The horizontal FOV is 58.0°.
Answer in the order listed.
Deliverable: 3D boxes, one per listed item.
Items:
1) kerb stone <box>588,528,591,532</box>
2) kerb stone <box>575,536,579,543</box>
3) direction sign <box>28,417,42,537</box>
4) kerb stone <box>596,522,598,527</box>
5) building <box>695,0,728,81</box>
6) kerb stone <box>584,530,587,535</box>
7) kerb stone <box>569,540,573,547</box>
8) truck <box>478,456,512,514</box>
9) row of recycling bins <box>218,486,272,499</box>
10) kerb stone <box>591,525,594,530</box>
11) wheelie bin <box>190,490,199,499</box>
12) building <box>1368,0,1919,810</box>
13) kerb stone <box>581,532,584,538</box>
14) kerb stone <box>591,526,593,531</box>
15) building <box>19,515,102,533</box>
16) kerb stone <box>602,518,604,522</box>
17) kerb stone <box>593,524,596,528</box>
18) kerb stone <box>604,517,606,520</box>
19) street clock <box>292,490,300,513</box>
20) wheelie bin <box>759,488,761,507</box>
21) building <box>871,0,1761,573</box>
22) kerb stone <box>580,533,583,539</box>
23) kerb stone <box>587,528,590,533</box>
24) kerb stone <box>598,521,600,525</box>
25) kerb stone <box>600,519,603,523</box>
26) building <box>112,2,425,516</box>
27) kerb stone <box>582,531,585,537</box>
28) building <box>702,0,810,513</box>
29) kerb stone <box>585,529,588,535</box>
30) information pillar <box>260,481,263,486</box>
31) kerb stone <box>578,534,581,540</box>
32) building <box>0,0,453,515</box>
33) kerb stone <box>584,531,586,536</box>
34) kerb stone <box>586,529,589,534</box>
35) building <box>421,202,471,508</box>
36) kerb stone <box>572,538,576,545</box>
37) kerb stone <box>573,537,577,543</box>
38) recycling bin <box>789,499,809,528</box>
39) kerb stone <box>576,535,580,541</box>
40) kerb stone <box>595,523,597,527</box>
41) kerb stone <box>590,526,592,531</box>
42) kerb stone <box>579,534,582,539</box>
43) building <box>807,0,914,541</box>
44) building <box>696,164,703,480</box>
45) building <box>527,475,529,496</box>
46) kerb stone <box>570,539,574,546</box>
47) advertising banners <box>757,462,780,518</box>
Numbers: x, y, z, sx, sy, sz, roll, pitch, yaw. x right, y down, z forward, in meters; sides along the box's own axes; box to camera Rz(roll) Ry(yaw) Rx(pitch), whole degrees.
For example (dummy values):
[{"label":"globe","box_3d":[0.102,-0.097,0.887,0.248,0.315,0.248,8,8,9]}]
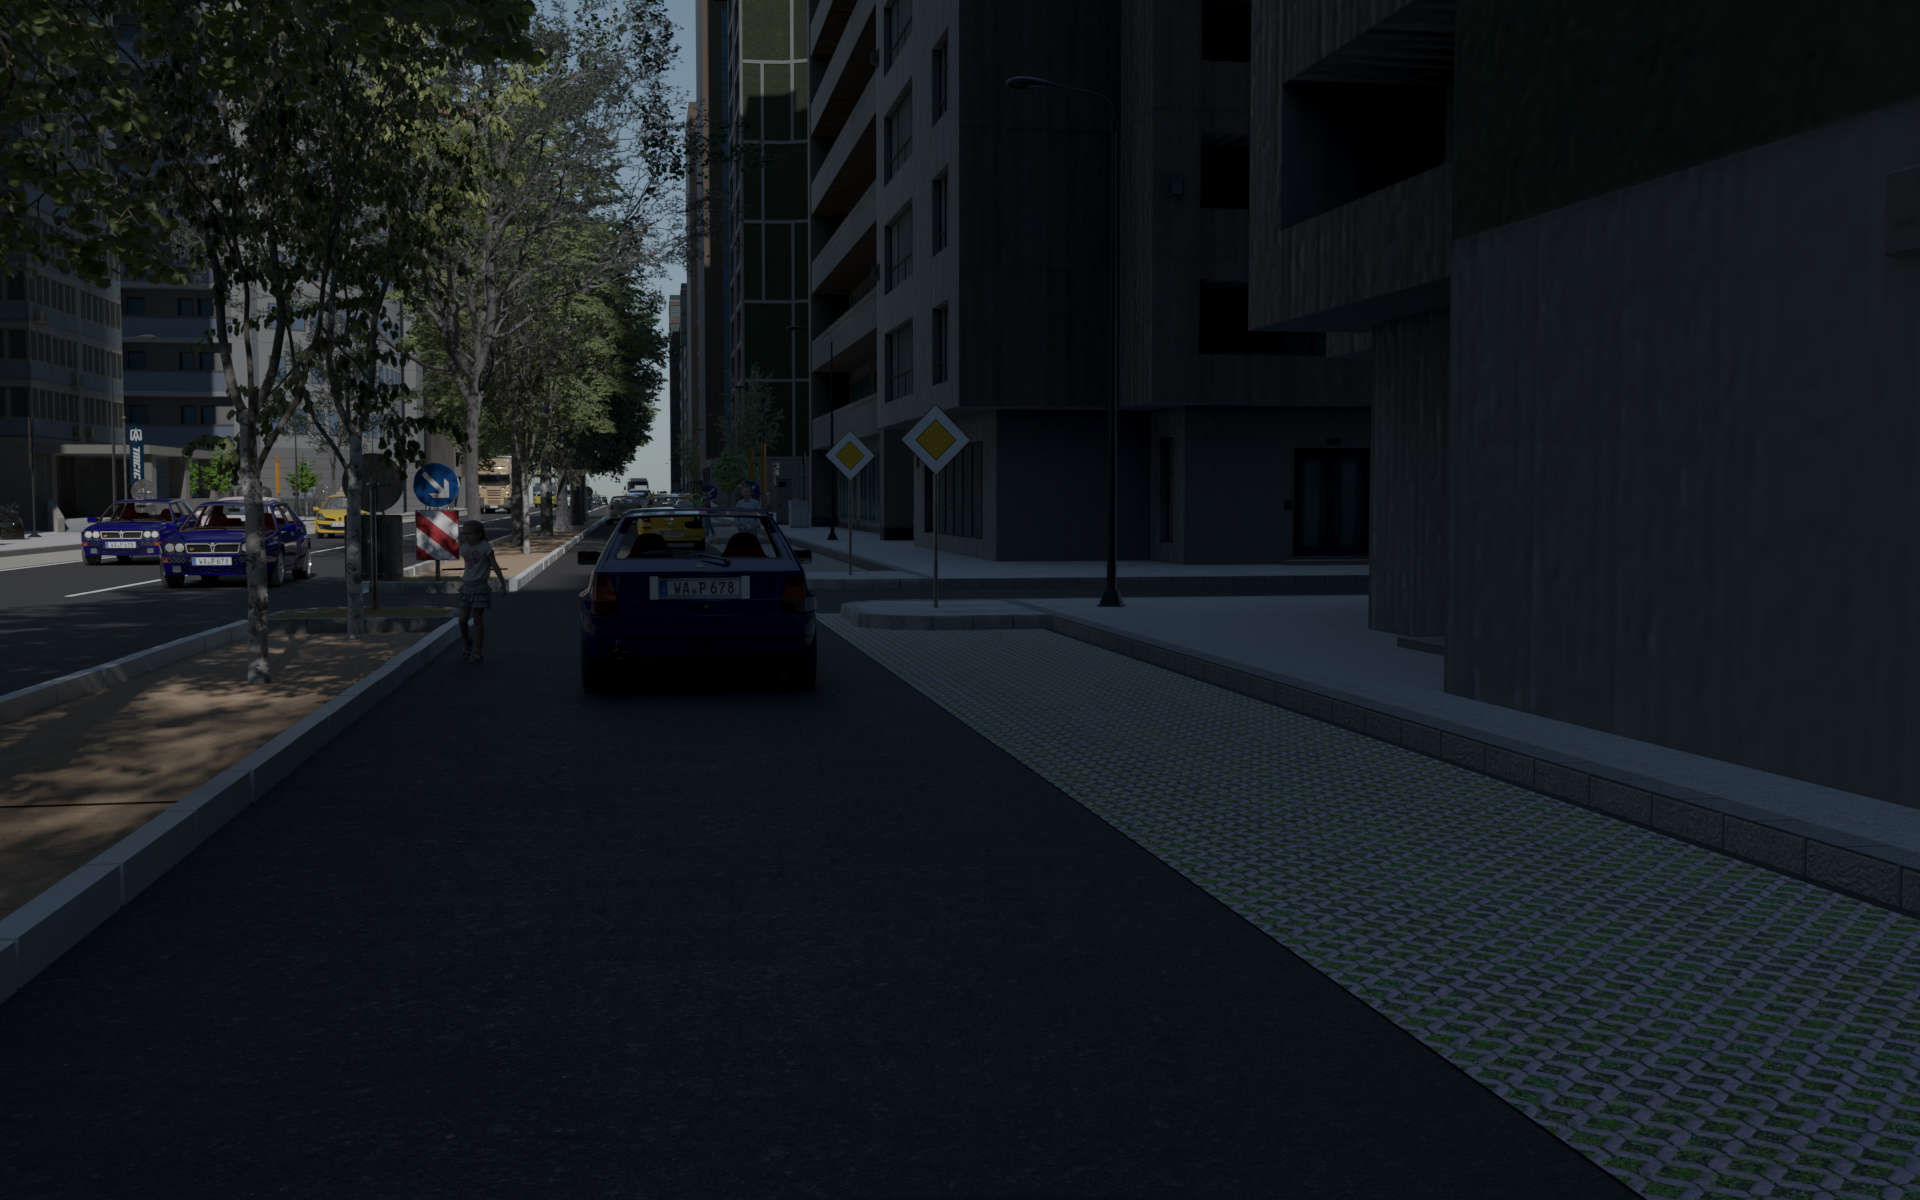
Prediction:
[{"label":"kerb stone","box_3d":[-13.280,-2.395,61.473,0.120,0.150,1.000,-1,4,-10]},{"label":"kerb stone","box_3d":[-11.023,-1.662,49.365,0.120,0.150,1.000,-1,4,-10]},{"label":"direction sign","box_3d":[-27.440,-3.624,51.254,0.379,3.537,0.876,-1,4,-20]},{"label":"kerb stone","box_3d":[-15.331,-3.080,72.559,0.120,0.150,1.000,-1,4,-10]},{"label":"building","box_3d":[-14.271,-30.072,141.791,14.600,45.320,14.200,-1,4,-10]},{"label":"kerb stone","box_3d":[-12.524,-2.154,57.426,0.120,0.150,1.000,-1,4,-10]},{"label":"kerb stone","box_3d":[-10.273,-1.415,45.328,0.120,0.150,1.000,-1,4,-10]},{"label":"truck","box_3d":[-34.235,-8.536,128.480,2.839,4.237,11.283,-1,4,-11]},{"label":"row of recycling bins","box_3d":[-37.866,-5.106,90.603,3.534,1.692,1.069,-1,4,-17]},{"label":"kerb stone","box_3d":[-14.023,-2.647,65.500,0.120,0.150,1.000,-1,4,-10]},{"label":"wheelie bin","box_3d":[-41.573,-5.281,94.250,0.693,1.594,0.980,-3,4,-37]},{"label":"building","box_3d":[9.644,-14.795,13.598,14.160,30.474,14.107,-1,4,-10]},{"label":"kerb stone","box_3d":[-11.968,-1.970,54.405,0.120,0.150,1.000,-1,4,-10]},{"label":"kerb stone","box_3d":[-13.832,-2.587,64.496,0.120,0.150,1.000,-1,4,-10]},{"label":"building","box_3d":[-45.346,-22.656,62.309,32.217,40.220,23.993,-1,4,-10]},{"label":"kerb stone","box_3d":[-17.393,-3.757,83.629,0.120,0.150,1.000,-1,4,-10]},{"label":"kerb stone","box_3d":[-14.590,-2.833,68.517,0.120,0.150,1.000,-1,4,-10]},{"label":"kerb stone","box_3d":[-18.141,-4.004,87.663,0.120,0.150,1.000,-1,4,-10]},{"label":"street clock","box_3d":[-31.633,-4.769,82.536,0.471,2.002,0.358,-2,4,-34]},{"label":"wheelie bin","box_3d":[-11.154,-5.386,95.969,0.693,1.594,0.980,2,4,34]},{"label":"building","box_3d":[5.972,-16.175,36.163,14.107,30.474,14.160,-1,4,-10]},{"label":"kerb stone","box_3d":[-11.782,-1.906,53.401,0.120,0.150,1.000,-1,4,-10]},{"label":"kerb stone","box_3d":[-13.084,-2.341,60.463,0.120,0.150,1.000,-1,4,-10]},{"label":"kerb stone","box_3d":[-15.908,-3.263,75.579,0.120,0.150,1.000,-1,4,-10]},{"label":"kerb stone","box_3d":[-16.827,-3.573,80.607,0.120,0.150,1.000,-1,4,-10]},{"label":"building","box_3d":[-46.757,-34.672,108.888,21.231,58.520,28.212,-1,4,-10]},{"label":"kerb stone","box_3d":[-12.149,-2.028,55.413,0.120,0.150,1.000,-1,4,-10]},{"label":"building","box_3d":[-8.029,-41.936,123.905,20.563,71.187,20.611,-1,4,-10]},{"label":"kerb stone","box_3d":[-12.711,-2.216,58.431,0.120,0.150,1.000,-1,4,-10]},{"label":"information pillar","box_3d":[-38.475,-5.540,95.078,0.304,2.012,0.304,1,4,9]},{"label":"kerb stone","box_3d":[-11.400,-1.784,51.381,0.120,0.150,1.000,-1,4,-10]},{"label":"building","box_3d":[-56.949,-27.044,134.058,32.217,40.220,23.993,-1,4,-10]},{"label":"kerb stone","box_3d":[-12.333,-2.091,56.422,0.120,0.150,1.000,-1,4,-10]},{"label":"kerb stone","box_3d":[-12.902,-2.278,59.450,0.120,0.150,1.000,-1,4,-10]},{"label":"building","box_3d":[-51.548,-23.458,155.236,14.160,30.474,14.107,-1,4,-10]},{"label":"kerb stone","box_3d":[-10.654,-1.534,47.352,0.120,0.150,1.000,-1,4,-10]},{"label":"kerb stone","box_3d":[-10.837,-1.600,48.357,0.120,0.150,1.000,-1,4,-10]},{"label":"recycling bin","box_3d":[-6.130,-3.262,65.894,0.722,1.027,0.722,-1,4,-11]},{"label":"kerb stone","box_3d":[-11.217,-1.724,50.375,0.120,0.150,1.000,-1,4,-10]},{"label":"kerb stone","box_3d":[-14.959,-2.957,70.538,0.120,0.150,1.000,-1,4,-10]},{"label":"kerb stone","box_3d":[-13.650,-2.520,63.490,0.120,0.150,1.000,-1,4,-10]},{"label":"kerb stone","box_3d":[-11.589,-1.847,52.392,0.120,0.150,1.000,-1,4,-10]},{"label":"building","box_3d":[6.468,-26.586,58.383,21.300,48.544,21.600,-1,4,-10]},{"label":"building","box_3d":[-13.472,-31.143,163.816,22.147,44.769,28.867,-1,4,-10]},{"label":"building","box_3d":[-66.817,-28.459,237.006,14.160,30.474,14.107,-1,4,-10]},{"label":"kerb stone","box_3d":[-10.465,-1.477,46.344,0.120,0.150,1.000,-1,4,-10]},{"label":"advertising banners","box_3d":[-10.491,-5.966,93.725,0.090,3.025,2.074,3,5,43]}]
